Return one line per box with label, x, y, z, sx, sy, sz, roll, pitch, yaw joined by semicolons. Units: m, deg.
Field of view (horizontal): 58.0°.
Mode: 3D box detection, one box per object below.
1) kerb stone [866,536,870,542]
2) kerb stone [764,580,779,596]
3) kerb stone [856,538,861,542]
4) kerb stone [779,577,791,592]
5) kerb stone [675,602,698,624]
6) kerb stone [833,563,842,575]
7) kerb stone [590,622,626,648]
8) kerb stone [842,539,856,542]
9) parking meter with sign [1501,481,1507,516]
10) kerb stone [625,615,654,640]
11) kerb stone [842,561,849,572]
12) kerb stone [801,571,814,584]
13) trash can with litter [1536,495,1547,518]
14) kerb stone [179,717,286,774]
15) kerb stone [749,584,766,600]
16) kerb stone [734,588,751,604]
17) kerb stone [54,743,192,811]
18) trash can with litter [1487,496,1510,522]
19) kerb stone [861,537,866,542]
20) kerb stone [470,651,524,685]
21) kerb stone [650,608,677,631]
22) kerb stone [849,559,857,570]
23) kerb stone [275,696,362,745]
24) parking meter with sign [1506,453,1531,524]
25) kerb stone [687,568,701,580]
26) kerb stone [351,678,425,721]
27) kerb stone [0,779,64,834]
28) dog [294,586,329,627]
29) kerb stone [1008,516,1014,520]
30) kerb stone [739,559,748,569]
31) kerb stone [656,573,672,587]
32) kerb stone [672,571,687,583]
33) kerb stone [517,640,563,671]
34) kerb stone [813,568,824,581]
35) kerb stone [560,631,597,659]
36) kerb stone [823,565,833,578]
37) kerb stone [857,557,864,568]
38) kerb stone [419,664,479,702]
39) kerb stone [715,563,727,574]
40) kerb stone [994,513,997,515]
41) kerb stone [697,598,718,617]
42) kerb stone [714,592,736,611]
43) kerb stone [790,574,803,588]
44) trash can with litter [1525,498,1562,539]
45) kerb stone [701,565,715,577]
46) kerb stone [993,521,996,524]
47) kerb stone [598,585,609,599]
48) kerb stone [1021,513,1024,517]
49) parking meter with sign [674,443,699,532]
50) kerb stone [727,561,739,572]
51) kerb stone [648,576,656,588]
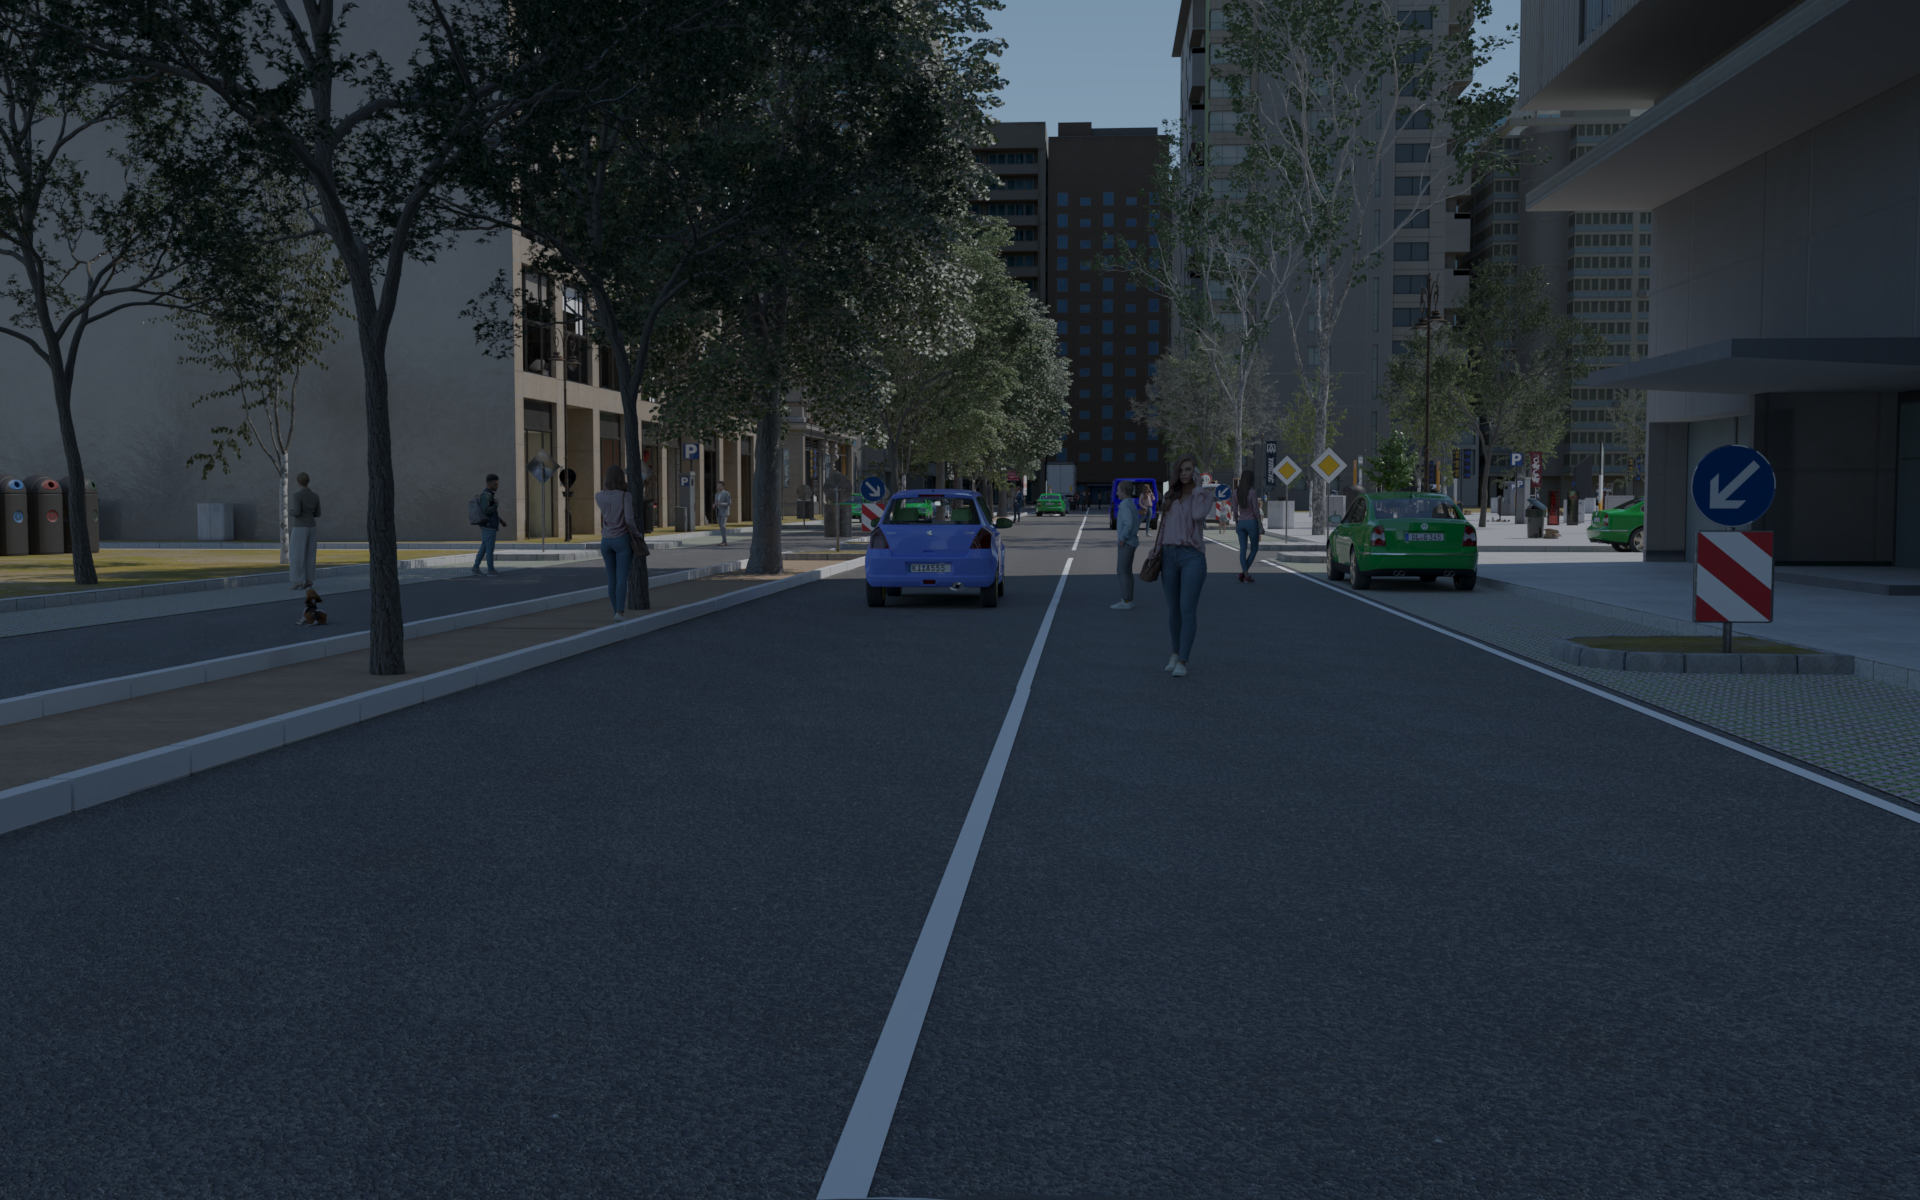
kerb stone;-2.835;-1.759;50.956;0.120;0.150;1.000;0;4;4
kerb stone;-2.762;-0.150;24.670;0.120;0.150;1.000;0;4;4
kerb stone;-2.994;-1.632;48.904;0.120;0.150;1.000;0;4;4
kerb stone;-2.687;-0.208;25.689;0.120;0.150;1.000;0;4;4
kerb stone;-3.156;0.161;19.557;0.120;0.150;1.000;0;4;4
kerb stone;-2.285;-0.526;30.801;0.120;0.150;1.000;0;4;4
kerb stone;-3.397;0.349;16.493;0.120;0.150;1.000;0;4;4
kerb stone;-3.073;-1.571;47.884;0.120;0.150;1.000;0;4;4
parking meter with sign;32.333;-6.455;101.804;0.543;3.016;1.738;-1;4;-19
kerb stone;-3.308;0.286;17.518;0.120;0.150;1.000;0;4;4
kerb stone;-2.209;-0.581;31.821;0.120;0.150;1.000;0;4;4
kerb stone;-2.524;-0.339;27.739;0.120;0.150;1.000;0;4;4
trash can with litter;31.978;-5.135;95.006;2.233;1.210;1.678;1;4;16
kerb stone;-3.944;0.787;9.350;0.120;0.150;1.000;0;4;4
kerb stone;-2.844;-0.088;23.642;0.120;0.150;1.000;0;4;4
kerb stone;-2.923;-0.026;22.623;0.120;0.150;1.000;0;4;4
kerb stone;-4.019;0.849;8.320;0.120;0.150;1.000;0;4;4
trash can with litter;24.782;-4.207;79.841;1.678;1.210;2.233;1;4;19
kerb stone;-2.914;-1.692;49.929;0.120;0.150;1.000;0;4;4
kerb stone;-3.624;0.536;13.432;0.120;0.150;1.000;0;4;4
kerb stone;-3.237;0.224;18.538;0.120;0.150;1.000;0;4;4
kerb stone;-2.128;-0.651;32.845;0.120;0.150;1.000;0;4;4
kerb stone;-3.866;0.724;10.369;0.120;0.150;1.000;0;4;4
parking meter with sign;24.018;-4.744;73.822;0.543;3.016;1.738;3;4;39
kerb stone;-4.538;-0.413;28.959;0.120;0.150;1.000;0;4;4
kerb stone;-3.788;0.661;11.388;0.120;0.150;1.000;0;4;4
kerb stone;-4.100;0.913;7.302;0.120;0.150;1.000;0;4;4
dog;-7.202;0.068;19.079;0.550;0.427;0.748;1;4;10
kerb stone;2.968;-4.682;98.852;0.120;0.150;1.000;0;4;4
kerb stone;-4.218;-0.662;33.050;0.120;0.150;1.000;0;4;4
kerb stone;-4.697;-0.288;26.906;0.120;0.150;1.000;0;4;4
kerb stone;-4.616;-0.349;27.932;0.120;0.150;1.000;0;4;4
kerb stone;-3.551;0.474;14.451;0.120;0.150;1.000;0;4;4
kerb stone;-2.440;-0.401;28.758;0.120;0.150;1.000;0;4;4
kerb stone;-3.473;0.416;15.474;0.120;0.150;1.000;0;4;4
kerb stone;-2.365;-0.464;29.781;0.120;0.150;1.000;0;4;4
kerb stone;-2.051;-0.706;33.870;0.120;0.150;1.000;0;4;4
kerb stone;-3.706;0.601;12.410;0.120;0.150;1.000;0;4;4
kerb stone;-4.380;-0.536;31.003;0.120;0.150;1.000;0;4;4
kerb stone;2.462;-5.947;119.431;0.120;0.150;1.000;0;4;4
kerb stone;-3.079;0.106;20.576;0.120;0.150;1.000;0;4;4
kerb stone;-2.991;0.039;21.604;0.120;0.150;1.000;0;4;4
kerb stone;-2.606;-0.274;26.718;0.120;0.150;1.000;0;4;4
trash can with litter;16.834;-2.357;49.916;0.624;1.170;1.055;-3;5;-41
kerb stone;-4.460;-0.476;29.978;0.120;0.150;1.000;0;4;4
kerb stone;1.780;-3.744;83.503;0.120;0.150;1.000;0;4;4
kerb stone;-4.935;-0.100;23.832;0.120;0.150;1.000;0;4;4
kerb stone;3.831;-5.374;110.086;0.120;0.150;1.000;0;4;4
parking meter with sign;-9.304;-3.827;58.825;0.543;3.016;1.738;0;4;4
kerb stone;-4.298;-0.601;32.021;0.120;0.150;1.000;0;4;4
kerb stone;-4.772;-0.226;25.886;0.120;0.150;1.000;0;4;4
